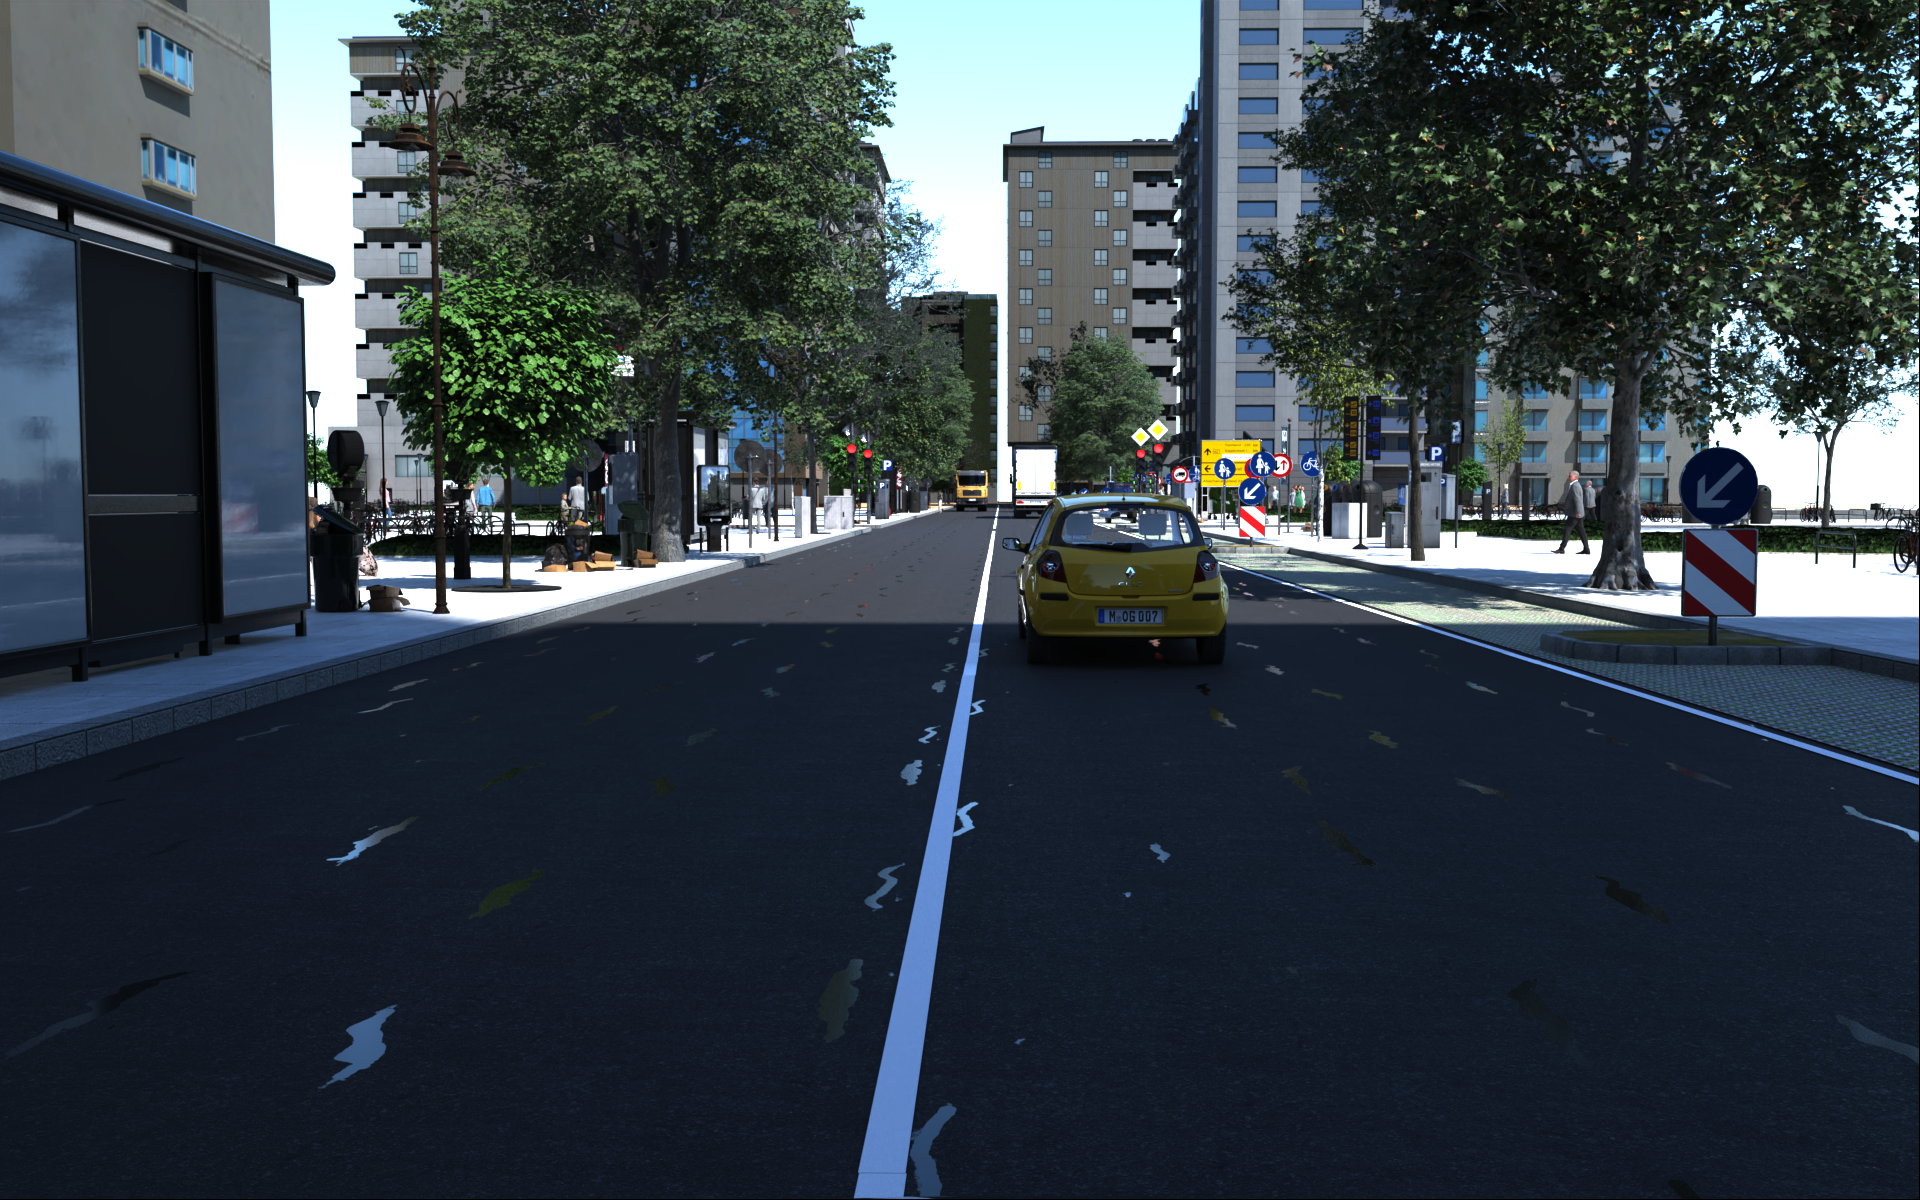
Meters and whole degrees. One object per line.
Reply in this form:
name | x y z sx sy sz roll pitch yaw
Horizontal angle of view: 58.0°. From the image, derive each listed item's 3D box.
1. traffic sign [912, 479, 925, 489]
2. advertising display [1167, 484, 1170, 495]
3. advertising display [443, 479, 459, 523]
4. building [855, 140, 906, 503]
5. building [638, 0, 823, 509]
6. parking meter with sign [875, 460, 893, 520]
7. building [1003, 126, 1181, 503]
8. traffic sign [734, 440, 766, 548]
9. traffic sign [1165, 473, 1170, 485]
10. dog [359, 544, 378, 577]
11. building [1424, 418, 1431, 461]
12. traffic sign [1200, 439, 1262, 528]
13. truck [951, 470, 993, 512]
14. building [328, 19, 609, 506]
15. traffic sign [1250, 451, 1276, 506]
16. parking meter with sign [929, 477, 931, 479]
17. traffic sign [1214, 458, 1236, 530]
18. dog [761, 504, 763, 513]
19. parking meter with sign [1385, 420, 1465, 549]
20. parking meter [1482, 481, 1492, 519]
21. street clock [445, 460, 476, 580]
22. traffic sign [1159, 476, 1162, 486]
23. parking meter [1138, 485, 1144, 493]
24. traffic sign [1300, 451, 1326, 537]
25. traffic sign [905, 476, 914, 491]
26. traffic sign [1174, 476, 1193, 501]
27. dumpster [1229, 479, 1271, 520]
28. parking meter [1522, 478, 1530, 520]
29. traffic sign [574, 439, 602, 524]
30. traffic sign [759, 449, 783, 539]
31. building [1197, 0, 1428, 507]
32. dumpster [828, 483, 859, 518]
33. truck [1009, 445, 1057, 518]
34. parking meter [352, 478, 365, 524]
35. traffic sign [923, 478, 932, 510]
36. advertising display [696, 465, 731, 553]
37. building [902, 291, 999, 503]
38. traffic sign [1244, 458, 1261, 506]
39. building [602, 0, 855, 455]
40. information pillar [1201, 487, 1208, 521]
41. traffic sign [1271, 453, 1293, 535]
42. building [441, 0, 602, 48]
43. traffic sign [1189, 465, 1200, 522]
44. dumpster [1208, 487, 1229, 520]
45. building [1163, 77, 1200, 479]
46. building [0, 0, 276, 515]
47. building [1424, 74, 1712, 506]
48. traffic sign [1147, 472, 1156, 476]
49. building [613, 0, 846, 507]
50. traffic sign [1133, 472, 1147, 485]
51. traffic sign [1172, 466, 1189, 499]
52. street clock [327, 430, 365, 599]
traffic sign | -2.961 -7.536 123.220 0.884 2.594 0.081 0 4 3
advertising display | 13.123 -6.147 105.723 0.974 1.923 0.123 0 4 1
advertising display | -22.279 -4.307 75.634 0.974 1.923 0.123 0 4 -3
building | -22.522 -40.858 257.274 27.495 52.752 28.713 0 4 1
building | -20.150 -30.986 156.730 14.600 45.320 14.200 0 4 1
parking meter with sign | -3.880 -5.590 87.649 0.543 3.016 1.738 1 4 13
building | 20.035 -40.780 255.985 27.495 52.752 28.713 0 4 1
traffic sign | -4.969 -2.500 40.989 0.768 2.556 0.104 0 4 2
traffic sign | 12.601 -6.295 103.025 0.768 2.556 0.104 1 4 8
dog | -9.273 -0.765 26.889 0.800 0.831 0.513 3 5 42
building | 64.814 -34.565 248.731 14.086 41.232 14.154 0 4 1
traffic sign | 10.103 -4.330 64.666 2.265 3.308 0.079 0 4 4
truck | 0.956 -9.068 144.186 3.469 3.379 9.791 0 4 0
building | -54.563 -37.383 200.444 27.495 52.752 28.713 0 4 1
traffic sign | 9.017 -3.152 51.640 0.768 2.556 0.104 0 4 4
parking meter with sign | -3.342 -9.122 145.411 1.738 3.016 0.543 0 4 -1
traffic sign | 9.337 -3.734 61.155 0.768 2.556 0.104 0 4 6
dog | -12.907 -6.152 114.959 0.800 0.831 0.513 -1 4 -13
parking meter with sign | 10.949 -2.729 40.888 1.738 3.016 0.543 0 4 -8
parking meter | 22.845 -4.245 75.109 0.399 1.863 0.255 0 4 -2
street clock | -7.493 -1.312 26.019 0.471 2.002 0.358 1 4 15
traffic sign | 13.468 -7.253 118.688 0.768 2.556 0.104 1 4 11
parking meter | 12.018 -6.705 115.338 0.399 1.863 0.255 -3 5 -41
traffic sign | 10.461 -3.136 51.375 0.768 2.556 0.104 0 4 2
traffic sign | -3.577 -7.569 123.859 0.768 2.556 0.104 0 4 8
traffic sign | 10.561 -4.999 81.737 0.884 2.594 0.081 1 4 10
dumpster | 13.017 -4.573 77.266 1.502 2.255 1.985 0 4 1
parking meter | 20.443 -3.477 62.561 0.255 1.863 0.399 1 4 22
traffic sign | -8.721 -2.463 40.380 0.768 2.556 0.104 0 4 4
traffic sign | -5.400 -2.993 49.038 0.768 2.556 0.104 0 4 8
building | 33.647 -38.231 167.083 21.231 58.520 28.212 0 4 1
dumpster | -6.017 -5.319 89.454 1.502 2.255 1.985 0 4 1
truck | 4.457 -7.099 104.979 2.839 4.237 11.283 0 4 1
parking meter | -21.977 -3.524 63.323 0.399 1.863 0.255 1 4 15
traffic sign | -2.543 -8.283 135.525 0.768 2.556 0.104 0 4 8
advertising display | -5.437 -2.021 38.259 0.123 1.923 0.974 2 4 35
building | -1.421 -29.245 249.854 14.107 30.474 14.160 0 4 1
traffic sign | 10.193 -3.654 59.843 0.768 2.556 0.104 0 4 7
building | -26.646 -40.406 202.643 28.212 58.520 21.231 0 4 1
information pillar | 11.636 -4.762 82.349 0.304 2.012 0.304 0 4 4
traffic sign | 9.916 -3.280 53.735 0.768 2.556 0.104 0 4 5
building | -62.518 -49.836 253.069 20.611 71.187 20.563 0 4 1
traffic sign | 10.427 -4.651 76.152 0.768 2.556 0.104 1 4 9
dumpster | 13.077 -5.141 86.544 1.502 2.255 1.985 0 4 1
building | 35.951 -35.314 196.999 23.786 49.044 30.456 0 4 1
building | -33.108 -25.786 45.303 21.600 48.544 21.300 0 4 1
building | 69.828 -35.463 199.430 30.456 49.044 23.786 0 4 1
traffic sign | 11.009 -6.054 99.095 0.768 2.556 0.104 0 4 4
building | -23.014 -33.704 174.756 21.300 48.544 21.600 0 4 1
traffic sign | 9.863 -5.805 95.014 0.768 2.556 0.104 1 4 9
traffic sign | 9.982 -4.801 78.607 0.768 2.556 0.104 0 4 2
street clock | -6.973 -0.926 19.706 0.471 2.002 0.358 3 5 45
